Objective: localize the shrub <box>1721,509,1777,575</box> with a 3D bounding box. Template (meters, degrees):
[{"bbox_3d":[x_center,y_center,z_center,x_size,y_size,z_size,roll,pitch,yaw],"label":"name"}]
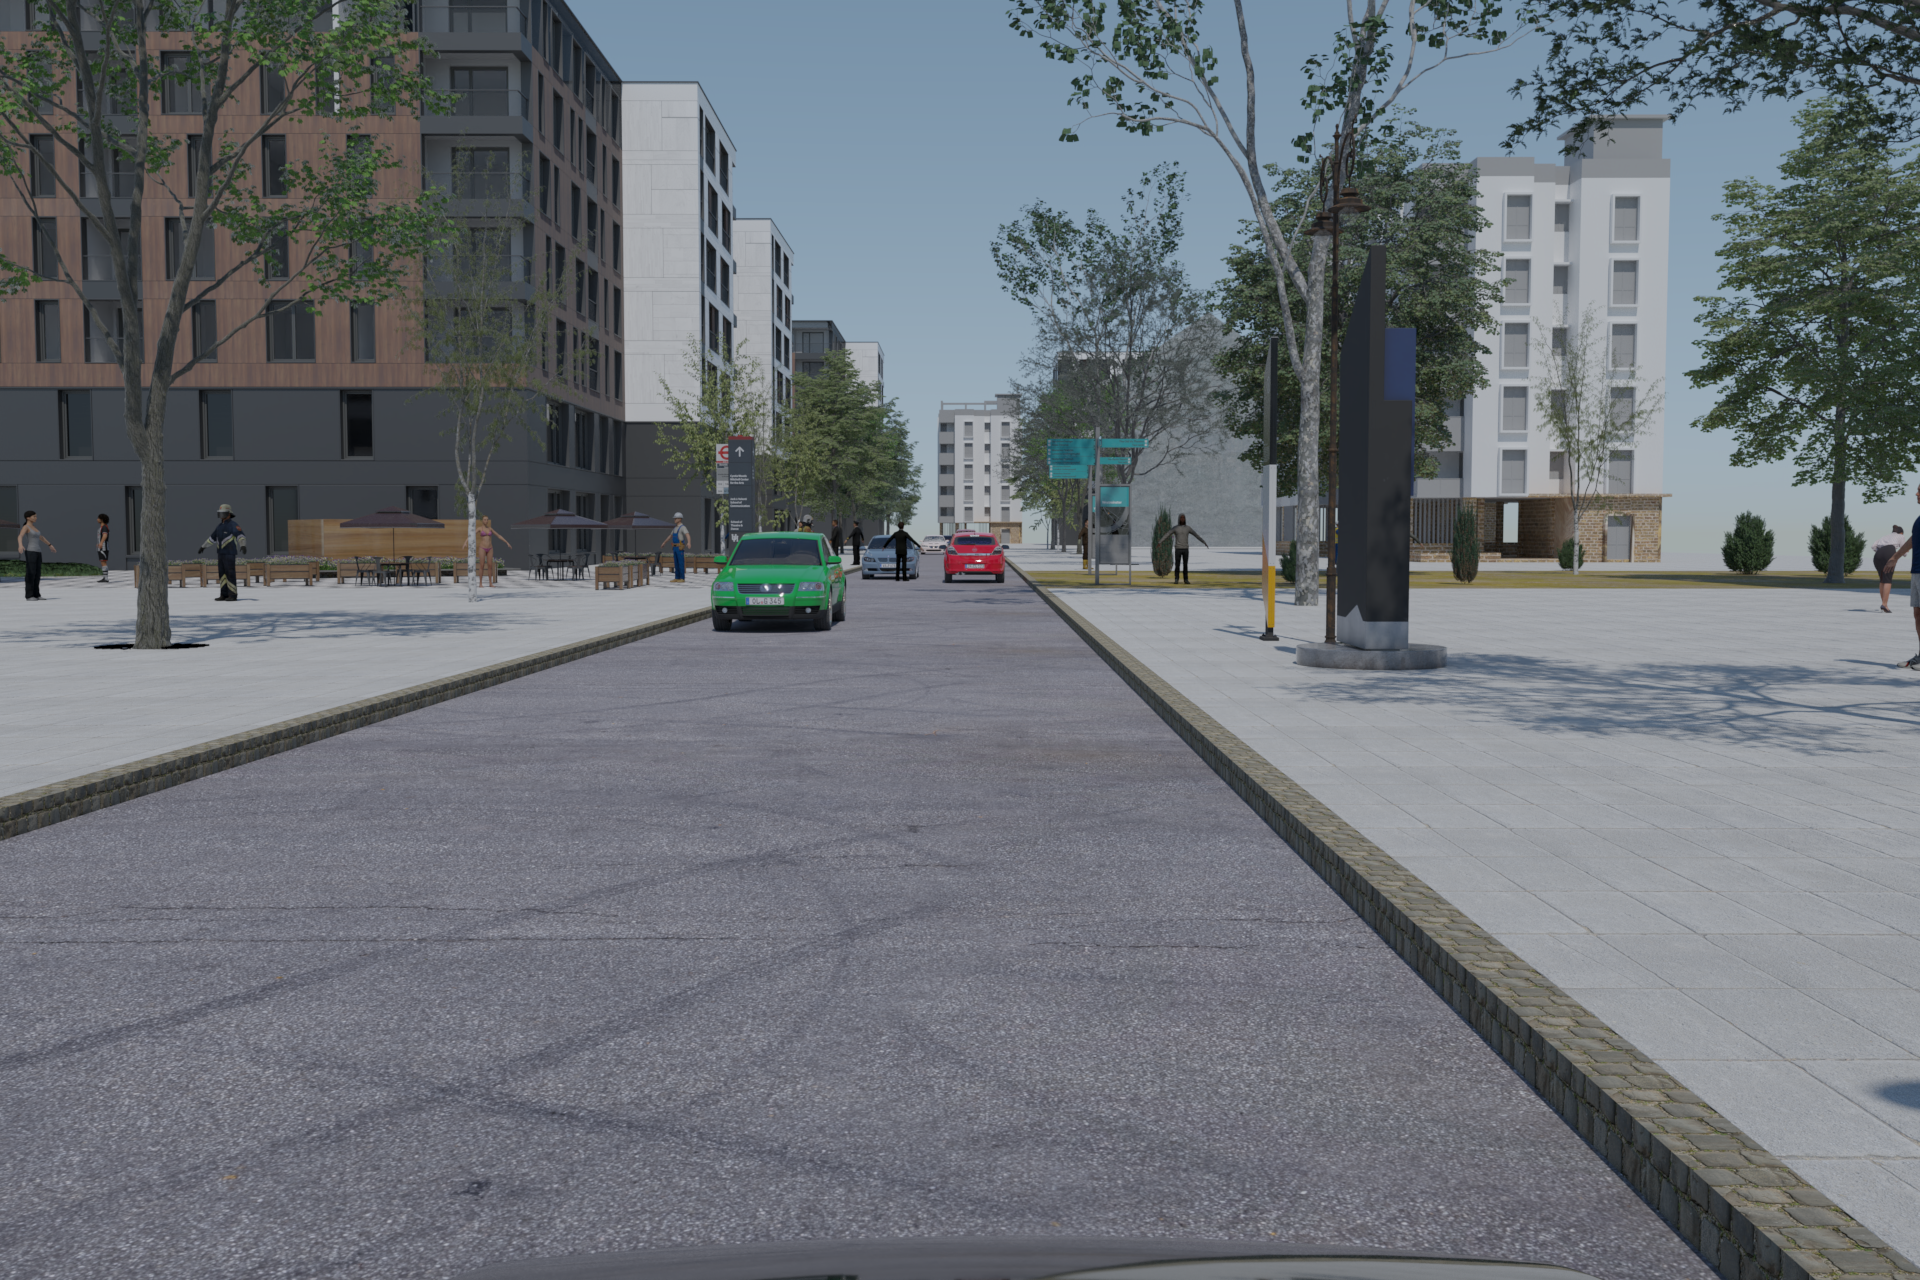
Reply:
[{"bbox_3d":[24.900,-3.100,54.726,1.661,2.075,1.752,0,3,0],"label":"shrub"}]

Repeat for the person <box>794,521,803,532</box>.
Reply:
[{"bbox_3d":[-6.510,-3.950,70.767,1.347,1.806,0.705,0,4,5],"label":"person"}]

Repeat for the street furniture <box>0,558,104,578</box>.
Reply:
[{"bbox_3d":[-30.549,-2.332,53.759,5.734,0.657,10.072,-3,4,-37],"label":"street furniture"}]

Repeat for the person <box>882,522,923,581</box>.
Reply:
[{"bbox_3d":[-1.764,-2.680,52.458,1.347,1.806,0.705,1,4,21],"label":"person"}]

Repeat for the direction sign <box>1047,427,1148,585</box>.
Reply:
[{"bbox_3d":[3.430,-3.301,42.731,2.525,3.948,1.411,0,4,0],"label":"direction sign"}]

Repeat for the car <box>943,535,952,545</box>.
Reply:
[{"bbox_3d":[-0.999,-8.002,143.416,1.945,1.354,3.894,0,4,1],"label":"car"}]

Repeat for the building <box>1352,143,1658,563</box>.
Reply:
[{"bbox_3d":[25.802,-14.314,90.452,16.016,20.090,11.380,0,4,1],"label":"building"}]

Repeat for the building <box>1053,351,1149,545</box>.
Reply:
[{"bbox_3d":[25.039,-22.380,209.883,27.936,21.610,32.646,0,4,1],"label":"building"}]

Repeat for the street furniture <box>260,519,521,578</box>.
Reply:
[{"bbox_3d":[-18.771,-2.836,53.216,9.812,1.723,11.010,-2,4,-33],"label":"street furniture"}]

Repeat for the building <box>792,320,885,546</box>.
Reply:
[{"bbox_3d":[-22.640,-20.665,181.853,27.936,21.610,32.646,0,4,0],"label":"building"}]

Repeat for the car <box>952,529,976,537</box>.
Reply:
[{"bbox_3d":[0.482,-7.684,134.299,2.281,1.827,5.304,0,4,1],"label":"car"}]

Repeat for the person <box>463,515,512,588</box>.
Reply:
[{"bbox_3d":[-11.339,-2.123,41.508,1.217,1.733,0.721,-3,4,-37],"label":"person"}]

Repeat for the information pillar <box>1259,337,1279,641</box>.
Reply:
[{"bbox_3d":[3.737,-1.807,20.893,0.183,3.616,0.504,0,4,1],"label":"information pillar"}]

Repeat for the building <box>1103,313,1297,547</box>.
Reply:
[{"bbox_3d":[24.579,-21.409,180.959,19.493,23.208,18.063,0,4,0],"label":"building"}]

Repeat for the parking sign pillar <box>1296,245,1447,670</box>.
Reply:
[{"bbox_3d":[4.038,-1.739,16.902,1.447,3.967,1.447,0,4,0],"label":"parking sign pillar"}]

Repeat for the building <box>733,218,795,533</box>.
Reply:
[{"bbox_3d":[-26.165,-16.287,110.261,27.936,21.610,32.646,0,4,1],"label":"building"}]

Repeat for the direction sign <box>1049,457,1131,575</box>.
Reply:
[{"bbox_3d":[4.026,-3.936,53.117,2.525,3.948,1.411,0,4,0],"label":"direction sign"}]

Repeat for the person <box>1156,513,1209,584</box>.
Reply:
[{"bbox_3d":[5.683,-2.337,44.337,1.348,1.813,0.705,0,4,-2],"label":"person"}]

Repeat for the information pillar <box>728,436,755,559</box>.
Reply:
[{"bbox_3d":[-5.813,-3.473,46.166,0.750,3.857,0.750,0,4,0],"label":"information pillar"}]

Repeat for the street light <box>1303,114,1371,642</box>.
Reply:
[{"bbox_3d":[4.248,-2.868,19.684,0.468,5.910,1.993,0,4,1],"label":"street light"}]

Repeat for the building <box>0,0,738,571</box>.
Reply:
[{"bbox_3d":[-25.723,-14.210,76.301,27.936,21.610,32.646,0,4,0],"label":"building"}]

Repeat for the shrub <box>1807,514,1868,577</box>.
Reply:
[{"bbox_3d":[26.497,-2.931,52.346,1.690,2.028,1.600,0,3,0],"label":"shrub"}]

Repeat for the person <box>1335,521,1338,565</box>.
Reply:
[{"bbox_3d":[15.797,-4.055,72.273,0.705,1.833,1.349,0,4,0],"label":"person"}]

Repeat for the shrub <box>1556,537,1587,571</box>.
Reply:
[{"bbox_3d":[21.291,-3.009,60.311,1.383,1.207,1.383,0,3,0],"label":"shrub"}]

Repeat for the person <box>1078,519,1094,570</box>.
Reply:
[{"bbox_3d":[4.622,-3.456,62.647,0.704,1.812,1.346,3,5,39],"label":"person"}]

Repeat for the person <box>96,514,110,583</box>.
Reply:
[{"bbox_3d":[-22.655,-2.422,45.744,0.704,1.843,1.345,-2,4,-28],"label":"person"}]

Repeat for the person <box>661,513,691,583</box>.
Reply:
[{"bbox_3d":[-7.437,-2.435,45.671,0.705,1.847,1.347,-3,5,-42],"label":"person"}]

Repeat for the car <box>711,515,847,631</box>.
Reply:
[{"bbox_3d":[-2.781,-1.120,27.107,1.959,1.807,4.718,0,4,0],"label":"car"}]

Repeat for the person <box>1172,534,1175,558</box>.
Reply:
[{"bbox_3d":[8.859,-3.919,73.345,0.599,1.433,0.991,0,4,-7],"label":"person"}]

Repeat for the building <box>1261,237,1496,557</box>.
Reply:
[{"bbox_3d":[24.313,-15.459,109.182,16.016,20.090,11.380,0,4,0],"label":"building"}]

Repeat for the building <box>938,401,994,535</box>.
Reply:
[{"bbox_3d":[-2.594,-23.092,236.422,11.380,20.090,16.016,-1,4,-8],"label":"building"}]

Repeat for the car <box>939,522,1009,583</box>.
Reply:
[{"bbox_3d":[0.425,-2.632,52.078,2.155,1.783,4.494,0,3,0],"label":"car"}]

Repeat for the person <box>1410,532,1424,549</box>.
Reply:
[{"bbox_3d":[11.736,-2.458,46.465,1.348,1.796,0.705,2,4,24],"label":"person"}]

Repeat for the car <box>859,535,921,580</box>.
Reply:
[{"bbox_3d":[-2.220,-2.699,56.127,2.014,1.417,4.499,0,4,0],"label":"car"}]

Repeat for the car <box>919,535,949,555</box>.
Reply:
[{"bbox_3d":[-1.813,-6.709,122.053,2.083,1.381,4.827,0,4,0],"label":"car"}]

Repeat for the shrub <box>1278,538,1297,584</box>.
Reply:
[{"bbox_3d":[8.664,-2.042,44.507,1.383,1.207,1.383,0,3,0],"label":"shrub"}]

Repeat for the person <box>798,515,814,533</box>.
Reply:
[{"bbox_3d":[-4.555,-2.833,52.088,0.705,1.858,1.354,-1,4,-21],"label":"person"}]
